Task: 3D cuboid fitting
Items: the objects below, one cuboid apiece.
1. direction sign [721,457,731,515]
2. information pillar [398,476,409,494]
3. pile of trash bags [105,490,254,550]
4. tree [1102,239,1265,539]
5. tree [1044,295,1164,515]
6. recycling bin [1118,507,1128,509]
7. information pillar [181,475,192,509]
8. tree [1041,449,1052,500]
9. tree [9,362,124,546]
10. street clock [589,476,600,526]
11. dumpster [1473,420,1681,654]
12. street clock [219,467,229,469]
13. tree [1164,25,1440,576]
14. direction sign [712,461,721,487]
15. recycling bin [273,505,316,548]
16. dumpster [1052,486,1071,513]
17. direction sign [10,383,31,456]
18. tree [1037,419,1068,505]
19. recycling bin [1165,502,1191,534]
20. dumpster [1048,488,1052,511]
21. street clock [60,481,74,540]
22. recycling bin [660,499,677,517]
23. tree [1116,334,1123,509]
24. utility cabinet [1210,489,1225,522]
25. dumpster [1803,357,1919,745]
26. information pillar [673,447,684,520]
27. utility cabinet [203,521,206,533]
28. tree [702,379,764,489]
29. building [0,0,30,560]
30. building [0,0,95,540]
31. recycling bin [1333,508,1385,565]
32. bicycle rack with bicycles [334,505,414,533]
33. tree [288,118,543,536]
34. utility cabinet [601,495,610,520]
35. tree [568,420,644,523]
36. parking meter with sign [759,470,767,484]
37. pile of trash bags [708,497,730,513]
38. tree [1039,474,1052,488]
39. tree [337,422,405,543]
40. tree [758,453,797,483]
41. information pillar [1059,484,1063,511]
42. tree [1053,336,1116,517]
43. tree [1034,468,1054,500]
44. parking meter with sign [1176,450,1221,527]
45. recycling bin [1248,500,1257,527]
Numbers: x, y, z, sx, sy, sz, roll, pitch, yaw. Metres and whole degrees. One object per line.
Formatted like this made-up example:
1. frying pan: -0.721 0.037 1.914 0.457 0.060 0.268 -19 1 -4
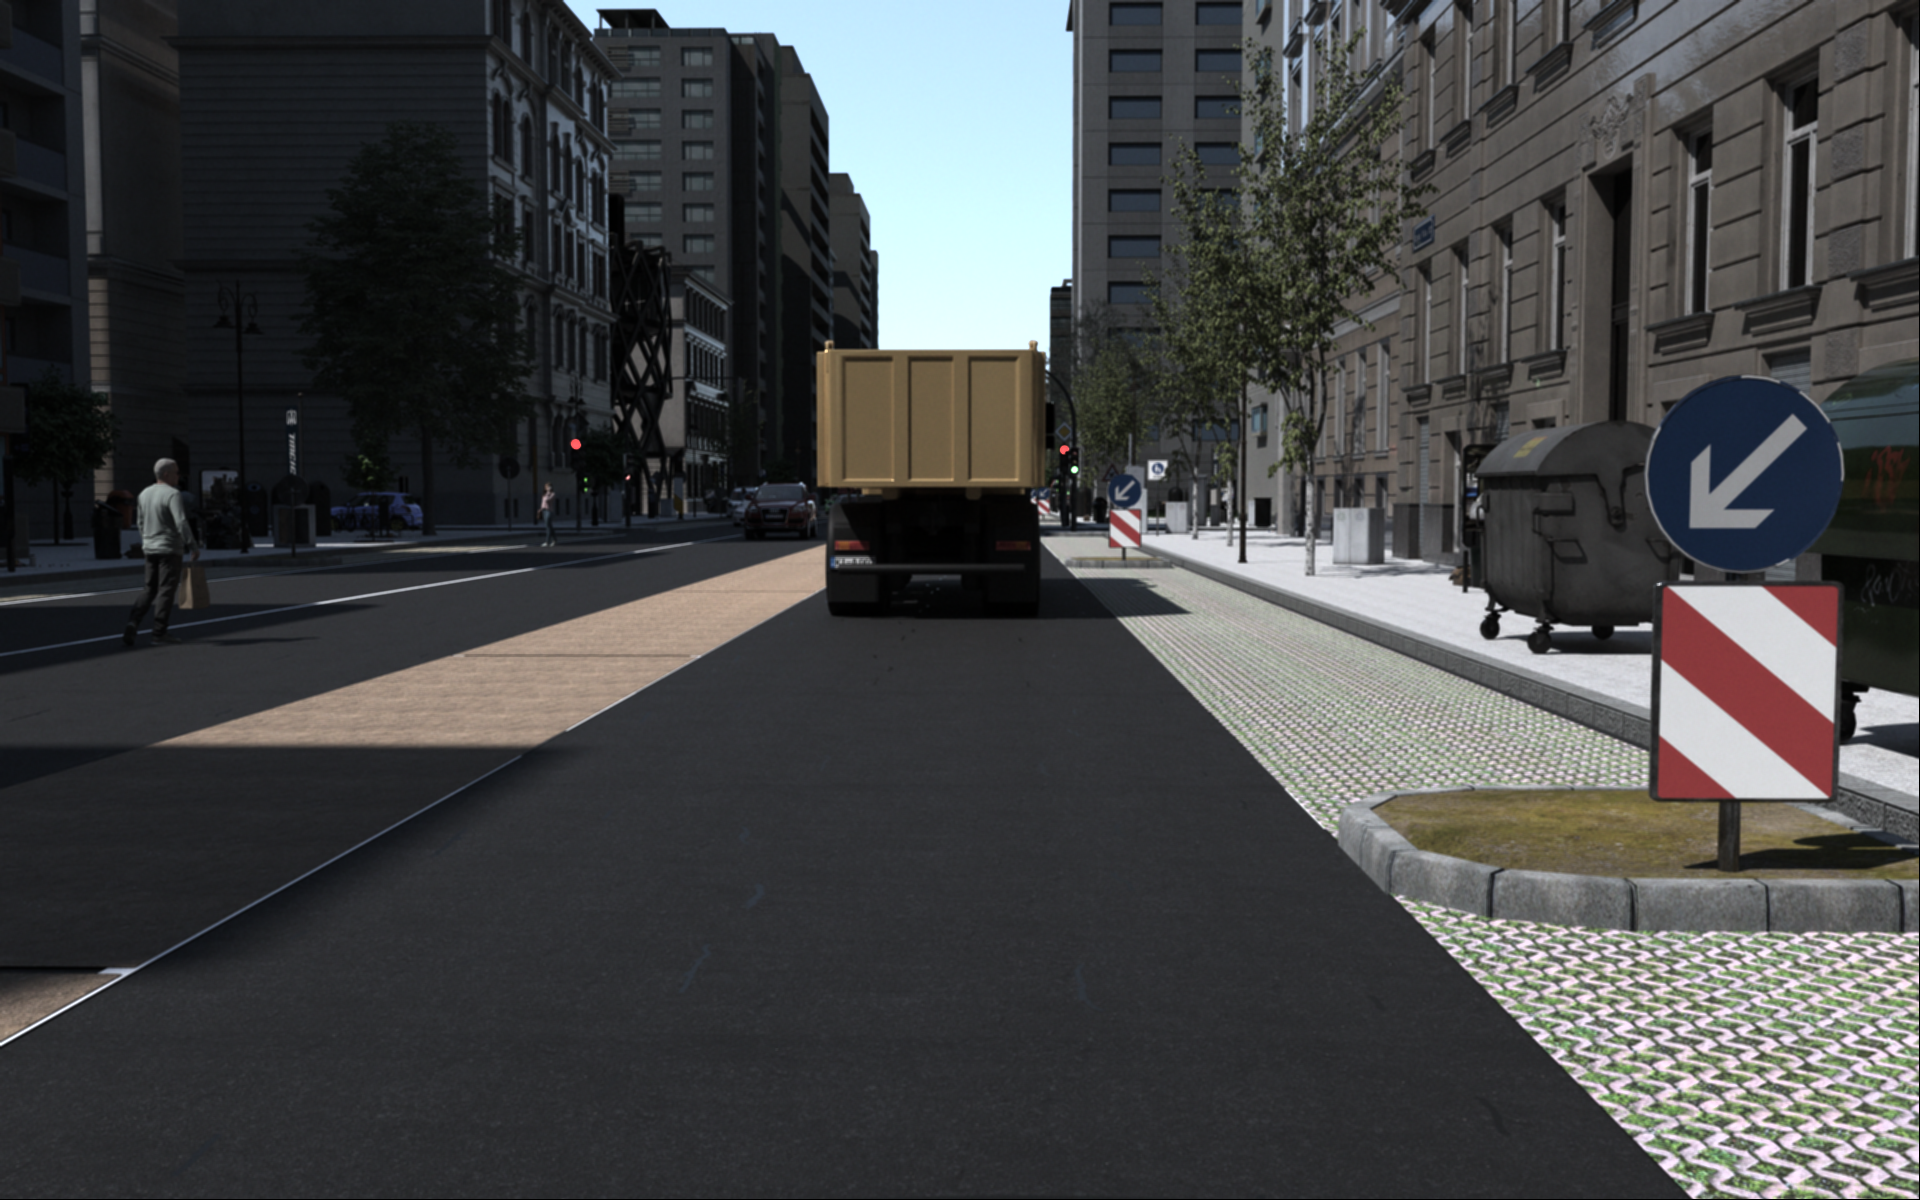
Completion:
1. direction sign: -14.075 -6.939 105.448 0.379 3.537 0.876 0 4 4
2. information pillar: -22.447 -4.001 69.913 0.304 2.012 0.304 1 4 21
3. pile of trash bags: -18.398 -1.897 40.771 3.447 1.369 1.912 0 4 3
4. tree: 6.456 -6.033 49.004 4.360 8.622 3.978 0 3 0
5. tree: 8.010 -11.985 106.323 12.009 13.543 11.850 0 3 0
6. recycling bin: 10.700 -6.076 111.901 0.722 1.027 0.722 -1 4 -21
7. information pillar: -30.344 -3.883 67.976 0.304 2.012 0.304 -1 4 -11
8. tree: 7.560 -8.773 93.794 4.737 8.622 4.395 0 3 0
9. tree: -22.693 -3.638 43.193 4.285 4.588 4.351 0 3 0
10. street clock: -14.696 -3.982 69.669 0.358 2.002 0.471 -3 5 -45
11. dumpster: 5.168 -0.535 14.507 1.264 1.857 1.865 0 4 1
12. street clock: -19.749 -2.568 46.549 0.471 2.002 0.358 -1 4 -22
13. tree: 5.257 -4.686 26.977 4.737 8.622 4.395 0 3 0
14. direction sign: -16.598 -7.771 119.052 0.876 3.537 0.379 -2 4 -32
15. recycling bin: -15.995 -1.778 41.622 0.722 1.027 0.722 3 4 36
16. dumpster: 7.033 -6.807 117.046 1.264 1.857 1.865 0 4 1
17. direction sign: -19.433 -2.652 35.357 0.876 3.537 0.379 -1 4 -12
18. tree: 9.316 -17.187 206.761 9.928 11.665 9.643 0 3 0
19. recycling bin: 7.042 -2.654 55.947 0.722 1.027 0.722 1 4 15
20. dumpster: 7.288 -7.667 131.107 1.264 1.857 1.865 0 4 1
21. street clock: -25.094 -2.699 48.697 0.471 2.002 0.358 3 4 38
22. recycling bin: -16.162 -5.100 95.939 0.722 1.027 0.722 1 4 14
23. tree: 6.396 -5.625 42.326 4.737 8.622 4.395 0 3 0
24. utility cabinet: 11.529 -4.210 77.513 0.318 1.500 1.173 2 4 28
25. dumpster: 4.974 -0.337 8.005 1.502 2.255 1.985 0 4 1
26. information pillar: -14.136 -5.851 87.016 0.504 3.616 0.183 -2 4 -27
27. utility cabinet: -23.631 -2.827 54.899 0.318 1.500 1.173 0 4 -3
28. tree: -14.479 -9.816 110.848 4.737 8.622 4.395 0 3 0
29. building: -32.694 -10.689 19.798 27.650 21.520 28.899 0 4 1
30. building: -39.895 -30.810 45.741 28.212 58.520 21.231 0 4 1
31. recycling bin: 7.303 -1.172 31.710 0.722 1.027 0.722 3 4 38
32. bicycle rack with bicycles: -19.963 -2.753 58.389 2.852 0.926 2.925 2 4 24
33. tree: -16.855 -8.258 53.154 7.486 12.596 7.792 0 3 0
34. utility cabinet: -17.452 -4.546 85.488 0.306 1.237 1.020 0 4 0
35. tree: -15.732 -5.694 76.815 4.285 4.588 4.351 0 3 0
36. parking meter with sign: -13.765 -7.795 123.709 0.543 3.016 1.738 1 4 15
37. pile of trash bags: -15.607 -6.526 116.451 1.912 1.369 3.447 1 4 13
38. tree: 8.365 -10.575 167.502 1.663 3.219 1.824 0 3 0
39. tree: -15.466 -3.139 45.923 1.663 3.219 1.824 0 3 0
40. tree: -14.639 -9.523 139.412 4.285 4.588 4.351 0 3 0
41. information pillar: 7.575 -7.624 129.141 0.304 2.012 0.304 2 4 34
42. tree: 6.666 -7.810 78.053 4.737 8.622 4.395 0 3 0
43. tree: 8.260 -11.956 179.195 4.285 4.588 4.351 0 3 0
44. parking meter with sign: 9.417 -4.414 68.438 1.738 3.016 0.543 1 4 18
45. recycling bin: 11.888 -3.433 68.680 0.722 1.027 0.722 2 4 32
